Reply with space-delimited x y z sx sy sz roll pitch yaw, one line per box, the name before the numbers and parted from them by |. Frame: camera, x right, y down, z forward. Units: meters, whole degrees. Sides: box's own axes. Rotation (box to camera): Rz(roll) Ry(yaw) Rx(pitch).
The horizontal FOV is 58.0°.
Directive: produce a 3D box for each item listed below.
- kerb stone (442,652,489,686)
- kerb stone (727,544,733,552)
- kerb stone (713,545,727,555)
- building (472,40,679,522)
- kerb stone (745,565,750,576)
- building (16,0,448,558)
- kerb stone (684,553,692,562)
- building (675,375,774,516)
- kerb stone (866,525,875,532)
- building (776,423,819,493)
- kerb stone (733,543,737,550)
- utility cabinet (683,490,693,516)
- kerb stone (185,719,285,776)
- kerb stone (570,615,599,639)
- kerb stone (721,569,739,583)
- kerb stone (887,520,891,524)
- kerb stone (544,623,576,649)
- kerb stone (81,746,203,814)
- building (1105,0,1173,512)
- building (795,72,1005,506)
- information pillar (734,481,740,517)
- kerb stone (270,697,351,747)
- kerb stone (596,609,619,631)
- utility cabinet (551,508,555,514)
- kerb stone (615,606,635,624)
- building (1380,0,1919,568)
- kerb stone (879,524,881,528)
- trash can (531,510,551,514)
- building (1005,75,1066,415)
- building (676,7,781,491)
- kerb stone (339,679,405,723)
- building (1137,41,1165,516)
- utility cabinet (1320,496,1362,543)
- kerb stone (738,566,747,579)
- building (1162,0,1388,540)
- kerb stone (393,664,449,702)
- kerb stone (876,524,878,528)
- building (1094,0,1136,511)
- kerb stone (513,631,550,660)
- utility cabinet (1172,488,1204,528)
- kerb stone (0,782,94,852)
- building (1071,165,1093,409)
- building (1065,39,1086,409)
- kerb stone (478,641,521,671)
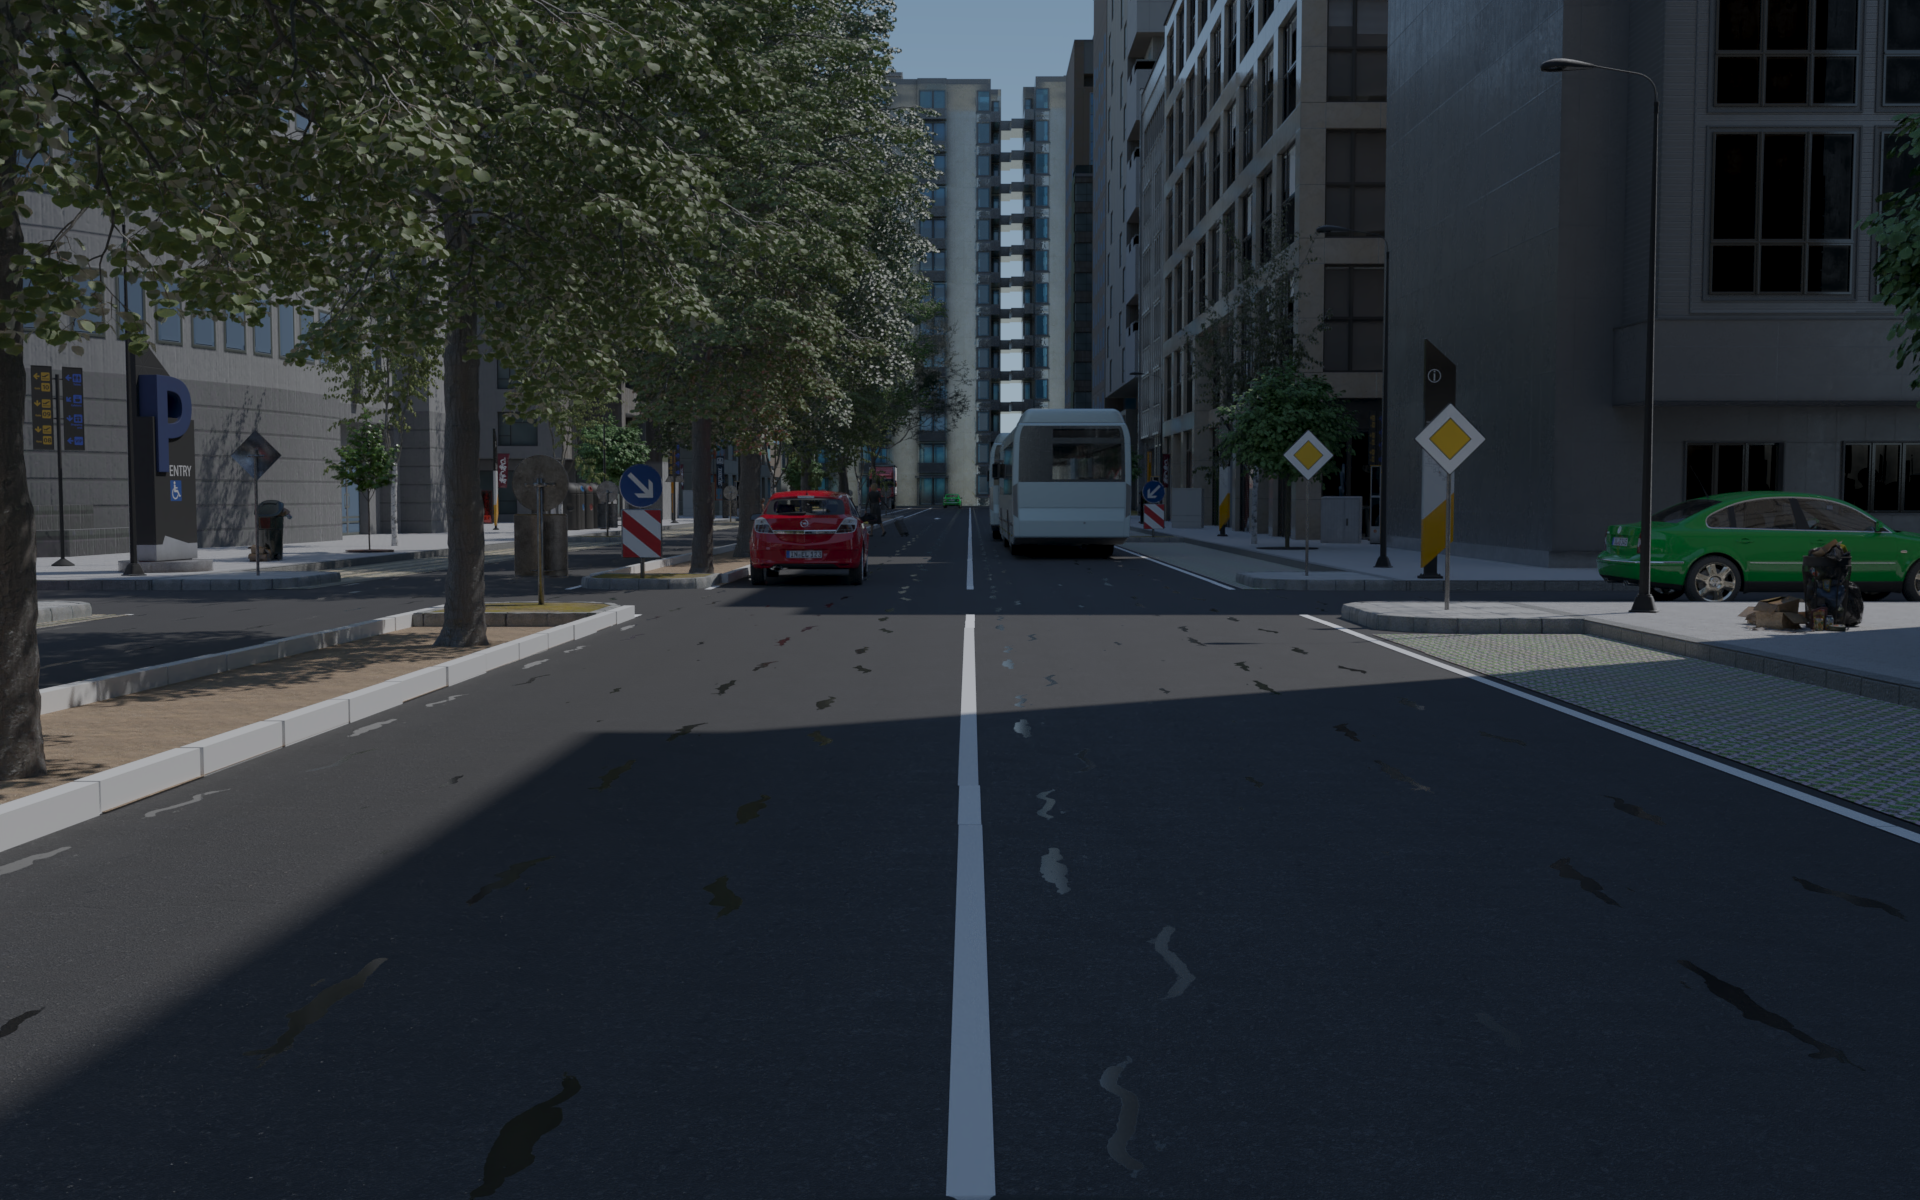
kerb stone | -3.863 0.539 13.389 0.120 0.150 1.000 0 4 0
kerb stone | -5.792 -1.248 42.648 0.120 0.150 1.000 0 4 0
kerb stone | -5.799 -1.188 41.625 0.120 0.150 1.000 0 4 0
building | -21.815 -19.053 83.217 14.160 30.474 14.107 0 4 0
kerb stone | -3.768 -0.498 30.332 0.120 0.150 1.000 0 4 0
building | -27.713 -30.738 44.563 21.231 58.520 28.212 0 4 0
kerb stone | -5.833 -0.874 36.491 0.120 0.150 1.000 0 4 0
building | -28.130 -16.659 117.419 27.650 21.520 28.899 0 4 0
kerb stone | -3.548 -2.819 68.288 0.120 0.150 1.000 0 4 0
building | -30.051 -52.062 163.883 31.000 86.520 22.319 0 4 0
kerb stone | -5.798 -1.308 43.670 0.120 0.150 1.000 0 4 0
utility cabinet | -15.286 -5.481 98.296 0.318 1.500 1.173 -3 5 -40
kerb stone | -3.891 0.790 9.280 0.120 0.150 1.000 0 4 0
kerb stone | -3.836 0.290 17.487 0.120 0.150 1.000 0 4 0
kerb stone | -3.778 -0.372 28.285 0.120 0.150 1.000 0 4 0
kerb stone | -3.475 -3.635 81.630 0.120 0.150 1.000 0 4 0
kerb stone | -3.850 0.351 16.463 0.120 0.150 1.000 0 4 0
kerb stone | -3.901 0.853 8.248 0.120 0.150 1.000 0 4 0
building | 24.482 -32.397 118.929 28.713 52.752 27.495 0 4 0
building | -9.487 -35.466 199.483 30.456 49.044 23.786 0 4 0
information pillar | -12.571 -5.718 97.977 0.304 2.012 0.304 -2 4 -25
kerb stone | -3.881 0.727 10.313 0.120 0.150 1.000 0 4 0
kerb stone | -3.839 0.233 18.510 0.120 0.150 1.000 0 4 0
utility cabinet | -16.883 -3.811 73.473 0.306 1.237 1.020 3 5 41
kerb stone | -3.827 0.170 19.533 0.120 0.150 1.000 0 4 0
building | 25.137 -13.176 34.491 30.058 24.678 14.314 0 4 0
kerb stone | -3.517 -3.132 73.413 0.120 0.150 1.000 0 4 0
trash can | -13.266 -2.642 54.855 0.748 1.137 0.748 0 3 0
building | 20.961 -35.386 198.164 30.456 49.044 23.786 0 4 0
building | -22.103 -29.851 138.167 14.600 45.320 14.200 0 4 0
kerb stone | -3.873 0.664 11.335 0.120 0.150 1.000 0 4 0
building | 16.440 -16.738 91.682 12.078 24.808 19.932 0 4 0
utility cabinet | 9.957 -2.085 45.245 1.020 1.237 0.306 2 4 28
kerb stone | -3.774 -0.435 29.308 0.120 0.150 1.000 0 4 0
building | 19.090 -15.906 64.581 19.350 26.468 34.151 0 4 0
kerb stone | -3.880 0.601 12.362 0.120 0.150 1.000 0 4 0
kerb stone | -3.537 -2.945 70.339 0.120 0.150 1.000 0 4 0
building | 18.124 -29.963 140.001 14.600 45.320 14.200 0 4 0
kerb stone | -3.854 0.414 15.433 0.120 0.150 1.000 0 4 0
utility cabinet | 8.530 -3.433 64.812 1.173 1.500 0.318 2 4 27
kerb stone | -3.900 0.916 7.222 0.120 0.150 1.000 0 4 0
building | 16.795 -23.418 154.590 14.160 30.474 14.107 0 4 0
building | 17.522 -31.716 168.668 14.600 45.320 14.200 0 4 0
kerb stone | -3.862 0.476 14.411 0.120 0.150 1.000 0 4 0
